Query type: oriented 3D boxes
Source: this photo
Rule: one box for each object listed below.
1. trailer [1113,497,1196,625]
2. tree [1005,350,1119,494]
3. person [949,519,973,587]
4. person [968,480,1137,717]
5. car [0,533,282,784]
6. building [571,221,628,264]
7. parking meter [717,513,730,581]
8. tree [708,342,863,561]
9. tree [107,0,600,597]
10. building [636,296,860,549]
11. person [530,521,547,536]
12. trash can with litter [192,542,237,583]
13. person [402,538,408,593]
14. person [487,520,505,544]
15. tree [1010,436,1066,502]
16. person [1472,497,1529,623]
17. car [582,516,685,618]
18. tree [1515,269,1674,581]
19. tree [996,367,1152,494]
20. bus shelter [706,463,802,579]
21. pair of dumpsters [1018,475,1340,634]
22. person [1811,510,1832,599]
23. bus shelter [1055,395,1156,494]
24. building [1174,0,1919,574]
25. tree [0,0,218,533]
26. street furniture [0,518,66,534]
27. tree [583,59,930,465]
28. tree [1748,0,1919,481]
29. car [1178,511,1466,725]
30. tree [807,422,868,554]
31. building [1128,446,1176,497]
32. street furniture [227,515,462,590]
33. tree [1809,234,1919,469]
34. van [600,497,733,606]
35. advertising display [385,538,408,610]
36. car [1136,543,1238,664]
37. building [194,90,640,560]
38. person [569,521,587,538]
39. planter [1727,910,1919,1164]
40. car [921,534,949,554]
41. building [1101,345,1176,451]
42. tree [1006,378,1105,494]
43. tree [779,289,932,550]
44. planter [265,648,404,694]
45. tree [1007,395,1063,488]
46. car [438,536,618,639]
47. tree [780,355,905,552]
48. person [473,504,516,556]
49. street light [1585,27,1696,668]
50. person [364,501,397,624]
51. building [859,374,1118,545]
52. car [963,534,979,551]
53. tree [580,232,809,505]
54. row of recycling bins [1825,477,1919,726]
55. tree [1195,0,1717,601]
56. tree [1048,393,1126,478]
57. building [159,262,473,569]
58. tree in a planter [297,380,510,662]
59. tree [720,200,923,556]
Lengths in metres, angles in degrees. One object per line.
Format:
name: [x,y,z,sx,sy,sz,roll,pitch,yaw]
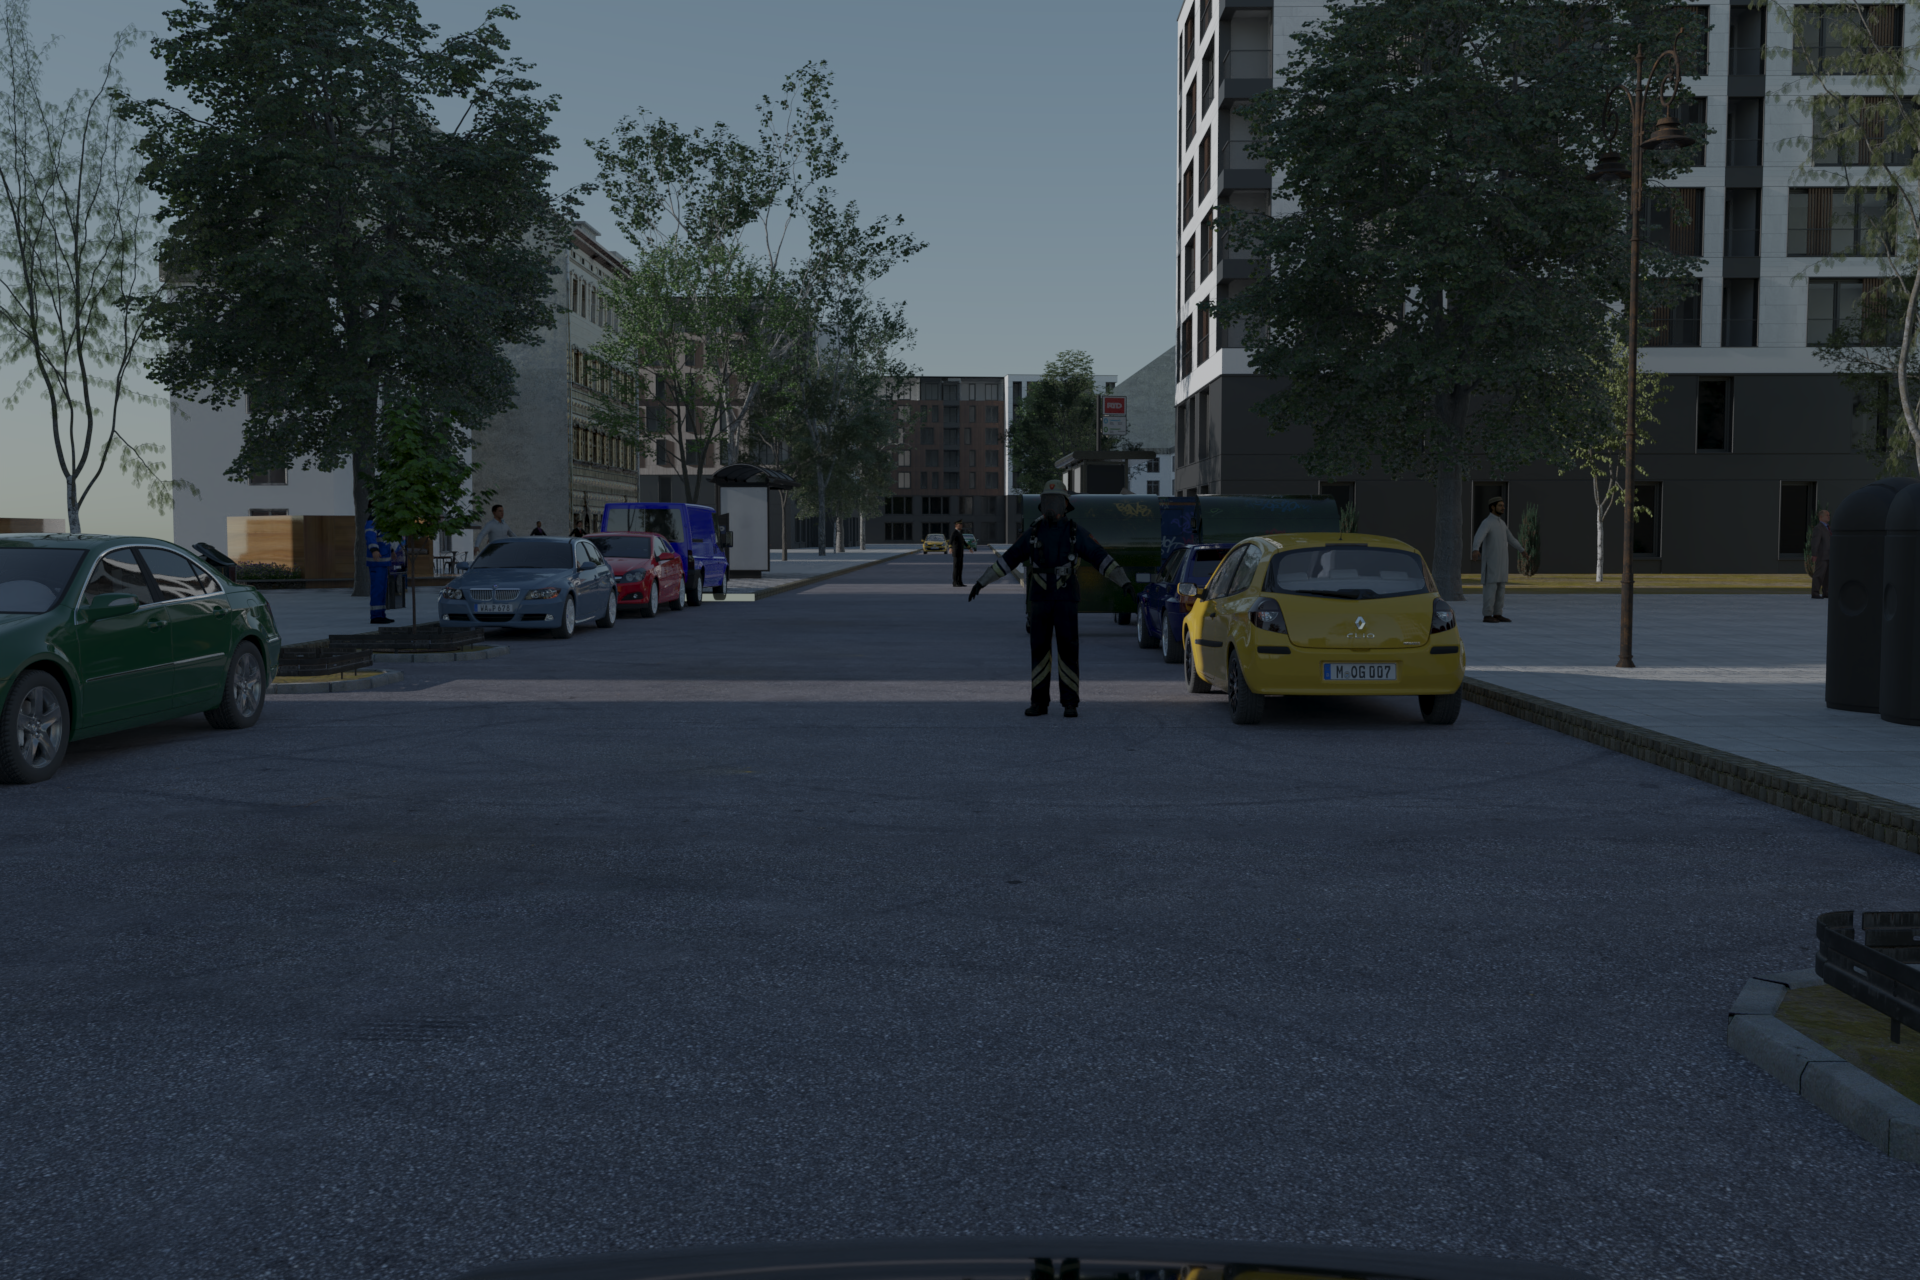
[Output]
trailer: [3.199,-1.305,28.390,1.471,1.999,3.904,0,4,0]
tree: [6.540,-11.556,107.063,7.486,12.596,7.792,0,3,0]
person: [-0.023,-2.362,47.012,0.705,1.837,1.347,2,4,26]
person: [0.738,-0.329,13.619,1.354,1.856,0.705,1,4,17]
car: [-6.178,0.022,11.441,2.131,1.459,4.920,0,4,1]
building: [-27.567,-15.268,106.051,16.016,20.090,11.380,0,3,0]
parking meter: [-6.555,-2.566,47.667,0.399,1.863,0.255,0,4,1]
tree: [-8.238,-9.097,83.147,8.767,10.594,7.601,2,4,27]
tree: [-12.194,-7.869,35.321,9.857,13.997,8.962,0,3,0]
building: [-24.732,-19.653,165.294,27.936,21.610,32.646,0,4,1]
person: [-16.875,-3.871,69.512,0.704,1.802,1.346,2,4,31]
trash can with litter: [-9.880,-0.742,23.514,1.055,1.170,0.624,0,4,1]
person: [-12.281,-1.965,37.990,0.705,1.847,1.347,-1,4,-13]
person: [-17.060,-3.578,64.627,1.347,1.817,0.704,1,4,11]
tree: [7.689,-12.606,140.526,7.601,10.594,8.767,-1,4,-13]
person: [7.786,-1.164,25.120,1.344,1.819,0.704,-3,5,-40]
car: [-6.099,-1.344,31.013,2.155,1.783,4.494,0,4,1]
tree: [17.207,-5.887,46.610,4.737,8.622,4.395,0,3,0]
tree: [6.451,-9.896,96.213,8.767,10.594,7.601,-1,4,-10]
bus shelter: [-6.128,-3.562,52.159,2.014,3.302,5.546,0,4,3]
pair of dumpsters: [3.044,-1.194,24.470,4.436,2.255,1.574,0,4,0]
person: [17.192,-1.699,34.368,0.990,1.755,0.434,-2,4,-33]
bus shelter: [3.815,-4.294,47.843,2.179,5.291,8.768,0,4,-1]
building: [22.584,-13.898,71.202,27.936,21.610,32.646,0,4,1]
tree: [-11.951,-4.463,23.335,4.360,8.622,3.978,0,3,0]
street furniture: [-27.149,-2.450,46.911,11.010,1.723,9.812,0,4,-7]
tree: [-7.990,-13.025,68.851,12.611,20.169,13.585,0,3,0]
tree: [8.737,-4.007,15.880,4.360,8.622,3.978,0,3,0]
car: [2.894,-0.259,14.452,2.015,1.641,3.980,0,3,0]
tree: [-8.203,-9.889,112.048,4.360,8.622,3.978,0,3,0]
building: [21.181,-13.868,168.889,9.099,9.664,28.070,0,3,0]
street furniture: [-17.123,-2.305,44.549,11.010,1.723,9.812,-3,5,-42]
tree: [28.740,-6.981,48.554,8.767,10.594,7.601,1,4,13]
van: [-6.055,-1.932,35.966,2.240,2.365,5.245,0,4,1]
advertising display: [-9.688,-1.496,29.675,0.123,1.923,0.974,0,4,1]
car: [3.108,-0.485,20.515,1.945,1.354,3.894,0,4,-1]
building: [-28.502,-16.106,94.269,19.493,23.208,18.063,0,3,0]
person: [-15.244,-3.867,69.413,0.705,1.806,1.347,3,5,42]
planter: [3.138,1.021,4.447,1.991,0.319,1.994,0,4,1]
car: [-1.748,-6.969,124.169,2.015,1.641,3.980,0,4,1]
building: [25.484,-22.425,197.581,19.493,23.208,18.063,0,4,1]
tree: [6.616,-11.638,116.031,9.928,11.665,9.643,0,3,0]
tree: [-8.521,-17.180,136.780,12.611,20.169,13.585,0,3,0]
planter: [-6.445,0.285,16.484,1.991,0.319,1.994,0,4,0]
tree: [6.931,-12.198,125.191,9.928,11.665,9.643,0,3,0]
car: [-6.180,-0.808,25.217,2.014,1.417,4.499,0,4,1]
tree: [-8.507,-13.150,121.652,9.857,13.997,8.962,0,3,0]
person: [-8.257,-1.524,31.069,0.704,1.810,1.344,2,4,31]
street light: [6.412,-2.674,16.506,0.468,5.910,1.993,0,4,0]
person: [-8.315,-1.154,24.841,0.704,1.831,1.345,-1,4,-8]
building: [2.559,-23.669,233.418,32.646,21.610,27.936,0,4,-5]
car: [0.497,-8.077,143.860,2.131,1.459,4.920,0,4,0]
tree: [-9.073,-8.133,58.736,9.928,11.665,9.643,0,3,0]
row of recycling bins: [6.753,-0.253,11.254,1.069,1.692,3.534,0,4,1]
tree: [9.298,-7.731,33.060,9.857,13.997,8.962,0,3,0]
tree: [6.492,-8.509,89.488,4.360,8.622,3.978,0,3,0]
building: [-23.768,-7.677,67.665,9.099,9.664,28.070,0,4,1]
tree in a planter: [-6.407,-1.408,20.236,1.991,3.239,1.994,0,4,2]
tree: [-8.098,-14.940,100.153,12.611,20.169,13.585,0,3,0]
